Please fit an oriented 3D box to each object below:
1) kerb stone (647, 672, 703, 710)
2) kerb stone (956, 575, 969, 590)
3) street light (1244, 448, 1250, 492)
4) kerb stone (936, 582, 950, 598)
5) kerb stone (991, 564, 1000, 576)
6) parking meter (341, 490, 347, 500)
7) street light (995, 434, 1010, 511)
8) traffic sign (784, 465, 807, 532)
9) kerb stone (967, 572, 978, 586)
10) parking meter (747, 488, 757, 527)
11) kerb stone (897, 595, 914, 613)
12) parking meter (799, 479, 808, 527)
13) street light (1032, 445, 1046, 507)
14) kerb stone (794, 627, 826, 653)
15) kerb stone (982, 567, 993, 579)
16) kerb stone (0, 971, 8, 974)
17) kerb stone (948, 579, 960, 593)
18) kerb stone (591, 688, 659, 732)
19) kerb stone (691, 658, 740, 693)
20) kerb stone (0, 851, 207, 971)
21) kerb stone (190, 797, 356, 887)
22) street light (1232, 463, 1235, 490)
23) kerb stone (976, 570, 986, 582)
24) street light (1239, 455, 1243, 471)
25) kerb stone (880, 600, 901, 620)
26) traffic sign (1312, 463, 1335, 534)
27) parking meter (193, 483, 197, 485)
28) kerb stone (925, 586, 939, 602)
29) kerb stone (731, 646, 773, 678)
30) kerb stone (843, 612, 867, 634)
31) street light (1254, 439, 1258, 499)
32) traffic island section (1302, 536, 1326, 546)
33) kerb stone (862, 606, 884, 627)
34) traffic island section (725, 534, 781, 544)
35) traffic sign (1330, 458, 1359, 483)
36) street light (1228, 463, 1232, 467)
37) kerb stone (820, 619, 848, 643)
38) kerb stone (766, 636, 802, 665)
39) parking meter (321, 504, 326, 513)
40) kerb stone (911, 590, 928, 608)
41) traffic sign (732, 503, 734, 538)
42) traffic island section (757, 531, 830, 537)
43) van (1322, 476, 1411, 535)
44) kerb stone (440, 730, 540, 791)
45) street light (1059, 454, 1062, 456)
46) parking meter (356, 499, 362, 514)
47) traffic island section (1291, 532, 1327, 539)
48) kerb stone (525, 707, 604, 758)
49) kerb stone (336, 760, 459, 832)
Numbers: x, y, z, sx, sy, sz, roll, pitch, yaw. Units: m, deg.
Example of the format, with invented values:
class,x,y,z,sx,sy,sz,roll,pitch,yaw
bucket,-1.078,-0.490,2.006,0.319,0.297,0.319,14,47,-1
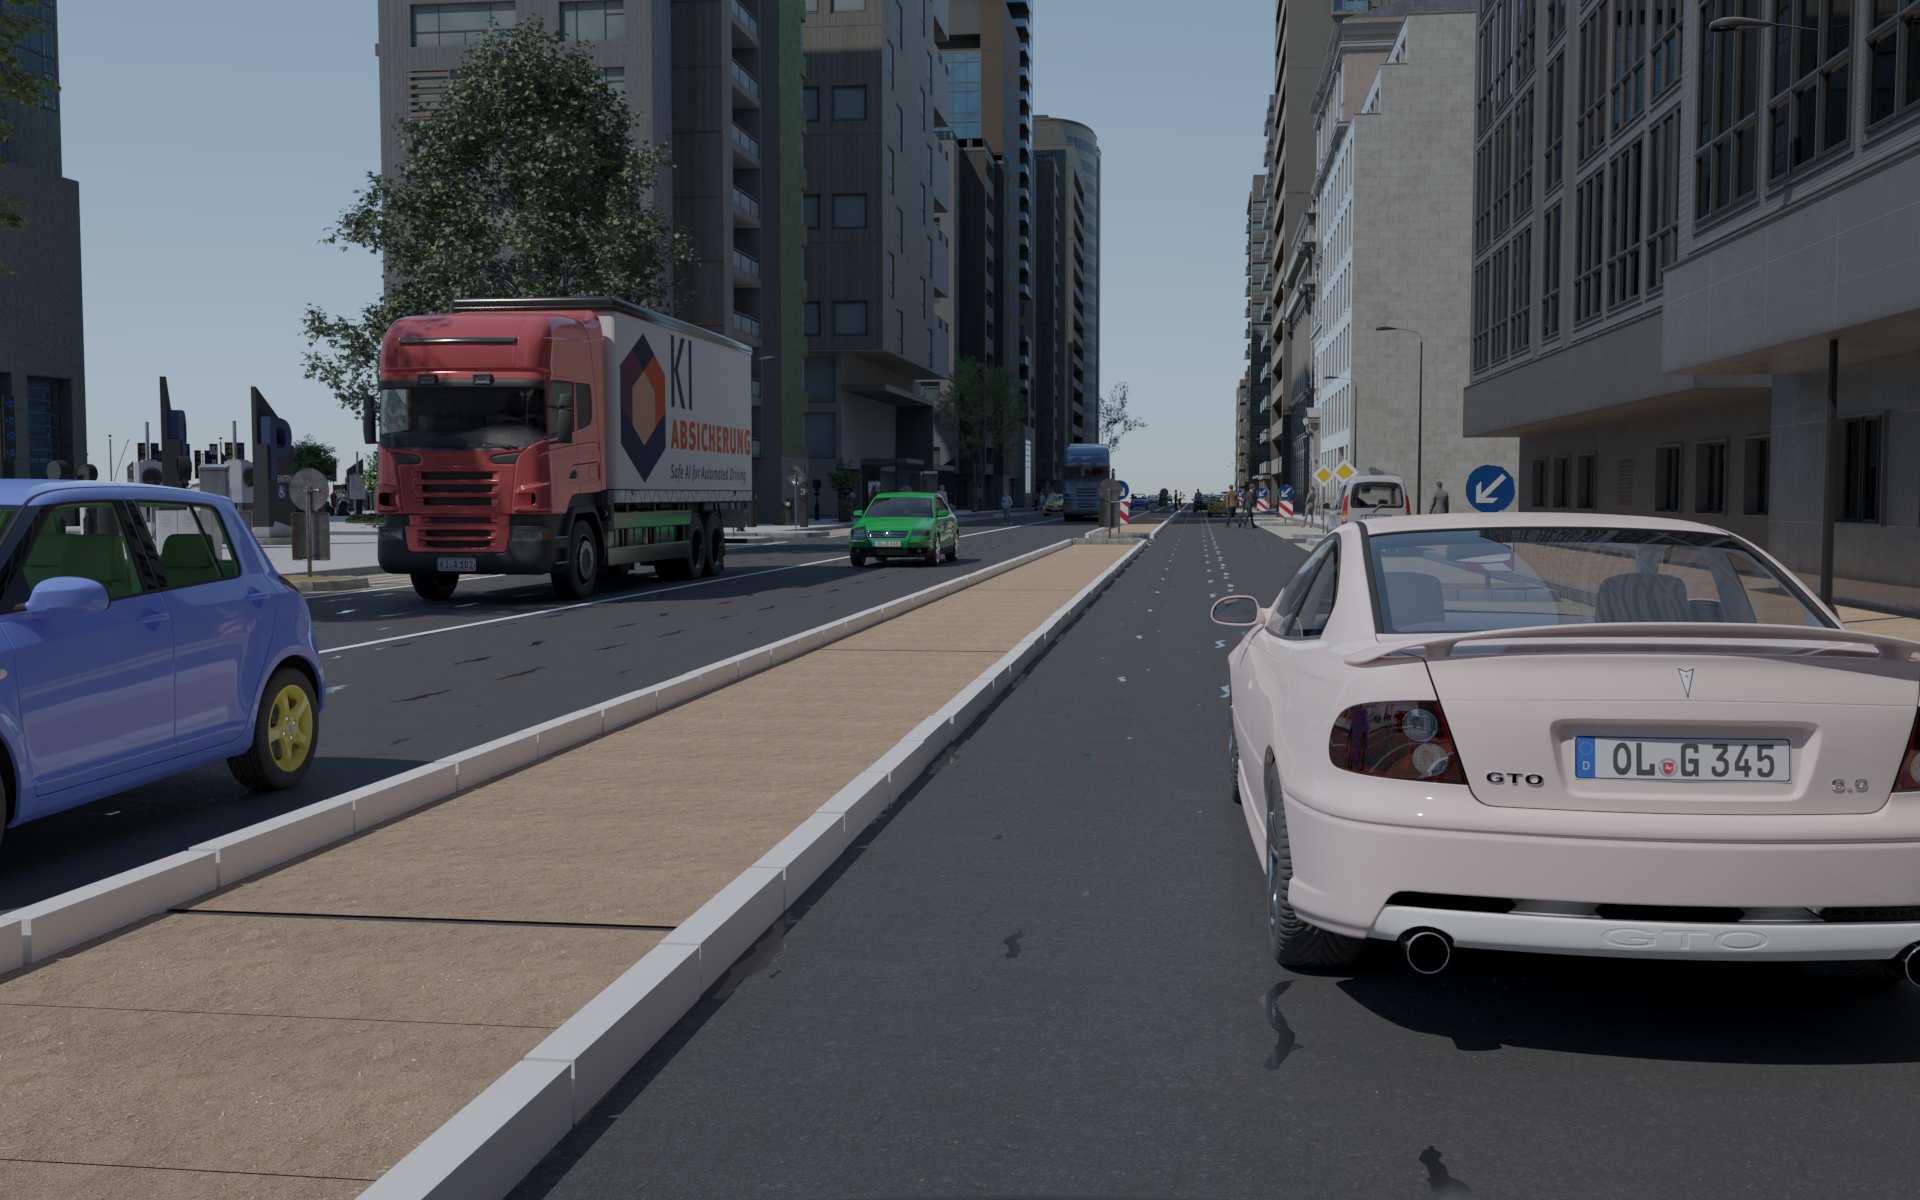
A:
class,x,y,z,sx,sy,sz,roll,pitch,yaw
kerb stone,-1.973,0.637,11.842,0.120,0.150,1.000,0,4,8
kerb stone,-0.031,-0.236,26.059,0.120,0.150,1.000,0,4,8
street light,29.674,-12.415,175.531,1.470,5.913,1.316,0,4,8
kerb stone,-0.309,-0.112,24.029,0.120,0.150,1.000,0,4,8
kerb stone,0.529,-0.485,30.132,0.120,0.150,1.000,0,4,8
parking meter,-40.999,-6.541,115.362,0.372,1.533,0.369,0,3,0
street light,3.381,-9.915,134.655,1.470,5.913,1.316,0,4,8
traffic sign,-5.562,-3.366,58.681,0.795,2.450,0.064,0,4,8
kerb stone,0.116,-0.298,27.073,0.120,0.150,1.000,0,4,8
parking meter,-8.036,-3.572,66.818,0.372,1.533,0.369,0,3,0
kerb stone,-0.724,0.075,20.974,0.120,0.150,1.000,0,4,8
parking meter,-6.002,-3.722,66.565,0.255,1.863,0.399,1,4,9
street light,7.524,-11.801,165.487,1.470,5.913,1.316,0,4,8
kerb stone,-1.418,0.385,15.897,0.120,0.150,1.000,0,4,8
kerb stone,0.390,-0.423,29.111,0.120,0.150,1.000,0,4,8
kerb stone,-2.955,1.068,4.736,0.120,0.150,1.000,0,4,8
kerb stone,-0.165,-0.174,25.041,0.120,0.150,1.000,0,4,8
kerb stone,-2.114,0.695,10.829,0.120,0.150,1.000,0,4,8
kerb stone,-1.838,0.572,12.855,0.120,0.150,1.000,0,4,8
kerb stone,-2.807,1.012,5.754,0.120,0.150,1.000,0,4,8
kerb stone,-2.668,0.944,6.767,0.120,0.150,1.000,0,4,8
street light,36.613,-15.509,226.115,1.470,5.913,1.316,0,4,8
kerb stone,0.253,-0.352,28.087,0.120,0.150,1.000,0,4,8
street light,33.865,-14.301,206.357,1.470,5.913,1.316,0,4,8
kerb stone,-0.856,0.137,19.960,0.120,0.150,1.000,0,4,8
traffic sign,11.818,-3.220,56.287,0.795,2.450,0.064,0,4,8
parking meter,-39.567,-5.141,89.761,0.399,1.863,0.255,0,4,-1
kerb stone,-0.440,-0.050,23.015,0.120,0.150,1.000,0,4,8
kerb stone,-1.698,0.509,13.869,0.120,0.150,1.000,0,4,8
kerb stone,-1.138,0.261,17.931,0.120,0.150,1.000,0,4,8
street light,25.403,-10.531,144.716,1.470,5.913,1.316,0,4,8
traffic island section,10.758,-1.601,48.450,2.009,0.180,2.903,0,4,8
kerb stone,-1.004,0.199,18.945,0.120,0.150,1.000,0,4,8
traffic island section,-6.671,-1.746,50.834,2.009,0.180,2.903,0,4,8
traffic sign,10.733,-2.736,48.376,0.795,2.450,0.064,0,4,8
street light,40.873,-17.394,256.932,1.470,5.913,1.316,0,4,8
kerb stone,-1.279,0.324,16.912,0.120,0.150,1.000,0,4,8
kerb stone,-1.554,0.447,14.884,0.120,0.150,1.000,0,4,8
parking meter,-28.082,-4.312,76.209,0.255,1.863,0.399,-2,4,-26
kerb stone,-0.581,0.012,21.994,0.120,0.150,1.000,0,4,8
traffic sign,-6.646,-2.882,50.769,0.795,2.450,0.064,0,4,8
traffic island section,-5.586,-2.230,58.746,2.009,0.180,2.903,0,4,8
van,9.617,-2.070,40.852,2.013,2.044,4.112,0,4,7
kerb stone,-2.394,0.820,8.801,0.120,0.150,1.000,0,4,8
street light,11.780,-13.703,196.585,1.470,5.913,1.316,0,4,8
parking meter,-29.903,-4.749,86.064,0.372,1.533,0.369,0,3,0
traffic island section,11.842,-2.084,56.361,2.009,0.180,2.903,0,4,8
kerb stone,-2.259,0.757,9.817,0.120,0.150,1.000,0,4,8
kerb stone,-2.534,0.884,7.780,0.120,0.150,1.000,0,4,8
